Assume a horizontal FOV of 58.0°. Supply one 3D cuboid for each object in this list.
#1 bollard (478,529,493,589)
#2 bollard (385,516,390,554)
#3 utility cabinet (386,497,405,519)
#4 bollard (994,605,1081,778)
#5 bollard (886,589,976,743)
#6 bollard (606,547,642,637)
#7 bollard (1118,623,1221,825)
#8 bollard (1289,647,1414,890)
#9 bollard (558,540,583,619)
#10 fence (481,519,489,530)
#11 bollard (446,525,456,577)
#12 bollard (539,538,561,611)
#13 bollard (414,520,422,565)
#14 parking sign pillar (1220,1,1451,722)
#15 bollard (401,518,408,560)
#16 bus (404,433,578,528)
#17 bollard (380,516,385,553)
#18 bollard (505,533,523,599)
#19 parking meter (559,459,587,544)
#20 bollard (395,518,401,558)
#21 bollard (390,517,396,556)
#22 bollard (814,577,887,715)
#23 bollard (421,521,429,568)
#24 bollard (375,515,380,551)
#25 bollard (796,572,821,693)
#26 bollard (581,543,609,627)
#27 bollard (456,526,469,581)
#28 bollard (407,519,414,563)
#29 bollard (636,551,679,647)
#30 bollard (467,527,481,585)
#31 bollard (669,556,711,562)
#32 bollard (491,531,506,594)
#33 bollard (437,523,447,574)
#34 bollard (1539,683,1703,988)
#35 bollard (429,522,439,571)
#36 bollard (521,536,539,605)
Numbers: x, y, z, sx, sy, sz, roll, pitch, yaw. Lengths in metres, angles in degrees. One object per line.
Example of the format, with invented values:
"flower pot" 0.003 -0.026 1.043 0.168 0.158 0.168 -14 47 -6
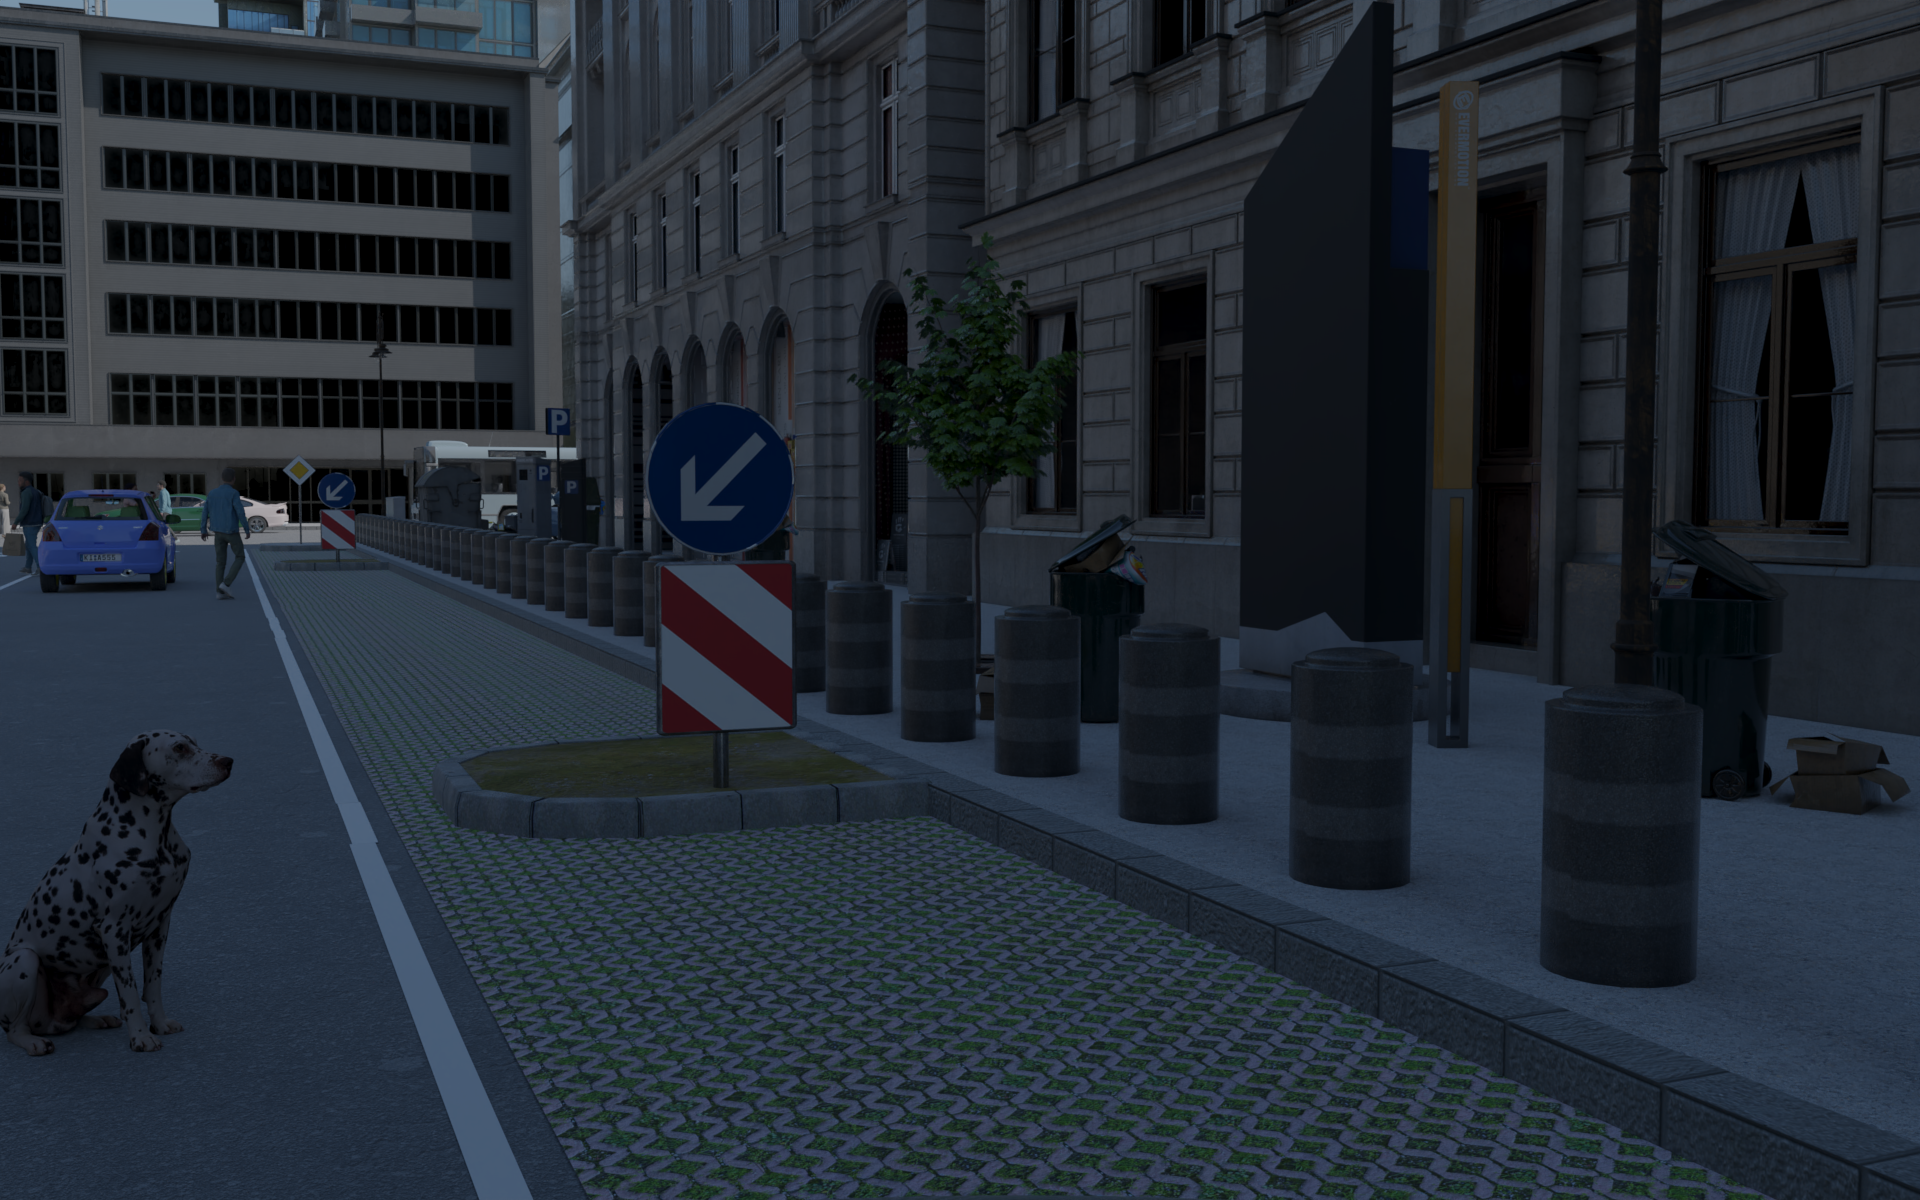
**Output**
"bollard" -6.280 -0.541 23.555 0.404 0.777 0.398 0 3 0
"bollard" -11.976 -1.357 36.911 0.404 0.777 0.398 0 3 0
"utility cabinet" -13.897 -1.925 42.643 0.306 1.237 1.020 -2 4 -28
"bollard" 0.357 0.410 8.006 0.404 0.777 0.398 0 3 0
"bollard" -0.115 0.343 9.111 0.404 0.777 0.398 0 3 0
"bollard" -2.955 -0.064 15.768 0.404 0.777 0.398 0 3 0
"bollard" 0.831 0.479 6.883 0.404 0.777 0.398 0 3 0
"bollard" 1.305 0.547 5.779 0.404 0.777 0.398 0 3 0
"bollard" -3.904 -0.200 17.987 0.404 0.777 0.398 0 3 0
"fence" -11.371 -1.590 41.375 0.278 0.683 2.069 -1 4 -21
"bollard" -7.708 -0.745 26.899 0.404 0.777 0.398 0 3 0
"bollard" -4.380 -0.269 19.109 0.404 0.777 0.398 0 3 0
"bollard" -9.608 -1.018 31.354 0.404 0.777 0.398 0 3 0
"parking sign pillar" 2.190 -1.332 10.245 1.447 3.967 1.447 -1 4 -23
"bollard" -10.557 -1.154 33.580 0.404 0.777 0.398 0 3 0
"bus" -12.544 -3.914 58.856 13.247 3.499 2.948 -2 4 -25
"bollard" -12.446 -1.425 38.018 0.404 0.777 0.398 0 3 0
"bollard" -5.328 -0.404 21.328 0.404 0.777 0.398 0 3 0
"parking meter" -6.380 -1.399 28.579 0.399 1.863 0.255 0 4 5
"bollard" -11.031 -1.222 34.696 0.404 0.777 0.398 0 3 0
"bollard" -11.505 -1.290 35.804 0.404 0.777 0.398 0 3 0
"bollard" -0.594 0.275 10.213 0.404 0.777 0.398 0 3 0
"bollard" -9.129 -0.949 30.235 0.404 0.777 0.398 0 3 0
"bollard" -12.923 -1.494 39.137 0.404 0.777 0.398 0 3 0
"bollard" -1.062 0.207 11.325 0.404 0.777 0.398 0 3 0
"bollard" -3.429 -0.132 16.880 0.404 0.777 0.398 0 3 0
"bollard" -7.230 -0.677 25.780 0.404 0.777 0.398 0 3 0
"bollard" -10.083 -1.086 32.469 0.404 0.777 0.398 0 3 0
"bollard" -2.477 0.004 14.650 0.404 0.777 0.398 0 3 0
"bollard" -6.755 -0.609 24.676 0.404 0.777 0.398 0 3 0
"bollard" -2.008 0.072 13.541 0.404 0.777 0.398 0 3 0
"bollard" -5.809 -0.473 22.449 0.404 0.777 0.398 0 3 0
"bollard" -8.185 -0.814 28.020 0.404 0.777 0.398 0 3 0
"bollard" 1.778 0.615 4.669 0.404 0.777 0.398 0 3 0
"bollard" -8.659 -0.881 29.129 0.404 0.777 0.398 0 3 0
"bollard" -4.856 -0.336 20.216 0.404 0.777 0.398 0 3 0
